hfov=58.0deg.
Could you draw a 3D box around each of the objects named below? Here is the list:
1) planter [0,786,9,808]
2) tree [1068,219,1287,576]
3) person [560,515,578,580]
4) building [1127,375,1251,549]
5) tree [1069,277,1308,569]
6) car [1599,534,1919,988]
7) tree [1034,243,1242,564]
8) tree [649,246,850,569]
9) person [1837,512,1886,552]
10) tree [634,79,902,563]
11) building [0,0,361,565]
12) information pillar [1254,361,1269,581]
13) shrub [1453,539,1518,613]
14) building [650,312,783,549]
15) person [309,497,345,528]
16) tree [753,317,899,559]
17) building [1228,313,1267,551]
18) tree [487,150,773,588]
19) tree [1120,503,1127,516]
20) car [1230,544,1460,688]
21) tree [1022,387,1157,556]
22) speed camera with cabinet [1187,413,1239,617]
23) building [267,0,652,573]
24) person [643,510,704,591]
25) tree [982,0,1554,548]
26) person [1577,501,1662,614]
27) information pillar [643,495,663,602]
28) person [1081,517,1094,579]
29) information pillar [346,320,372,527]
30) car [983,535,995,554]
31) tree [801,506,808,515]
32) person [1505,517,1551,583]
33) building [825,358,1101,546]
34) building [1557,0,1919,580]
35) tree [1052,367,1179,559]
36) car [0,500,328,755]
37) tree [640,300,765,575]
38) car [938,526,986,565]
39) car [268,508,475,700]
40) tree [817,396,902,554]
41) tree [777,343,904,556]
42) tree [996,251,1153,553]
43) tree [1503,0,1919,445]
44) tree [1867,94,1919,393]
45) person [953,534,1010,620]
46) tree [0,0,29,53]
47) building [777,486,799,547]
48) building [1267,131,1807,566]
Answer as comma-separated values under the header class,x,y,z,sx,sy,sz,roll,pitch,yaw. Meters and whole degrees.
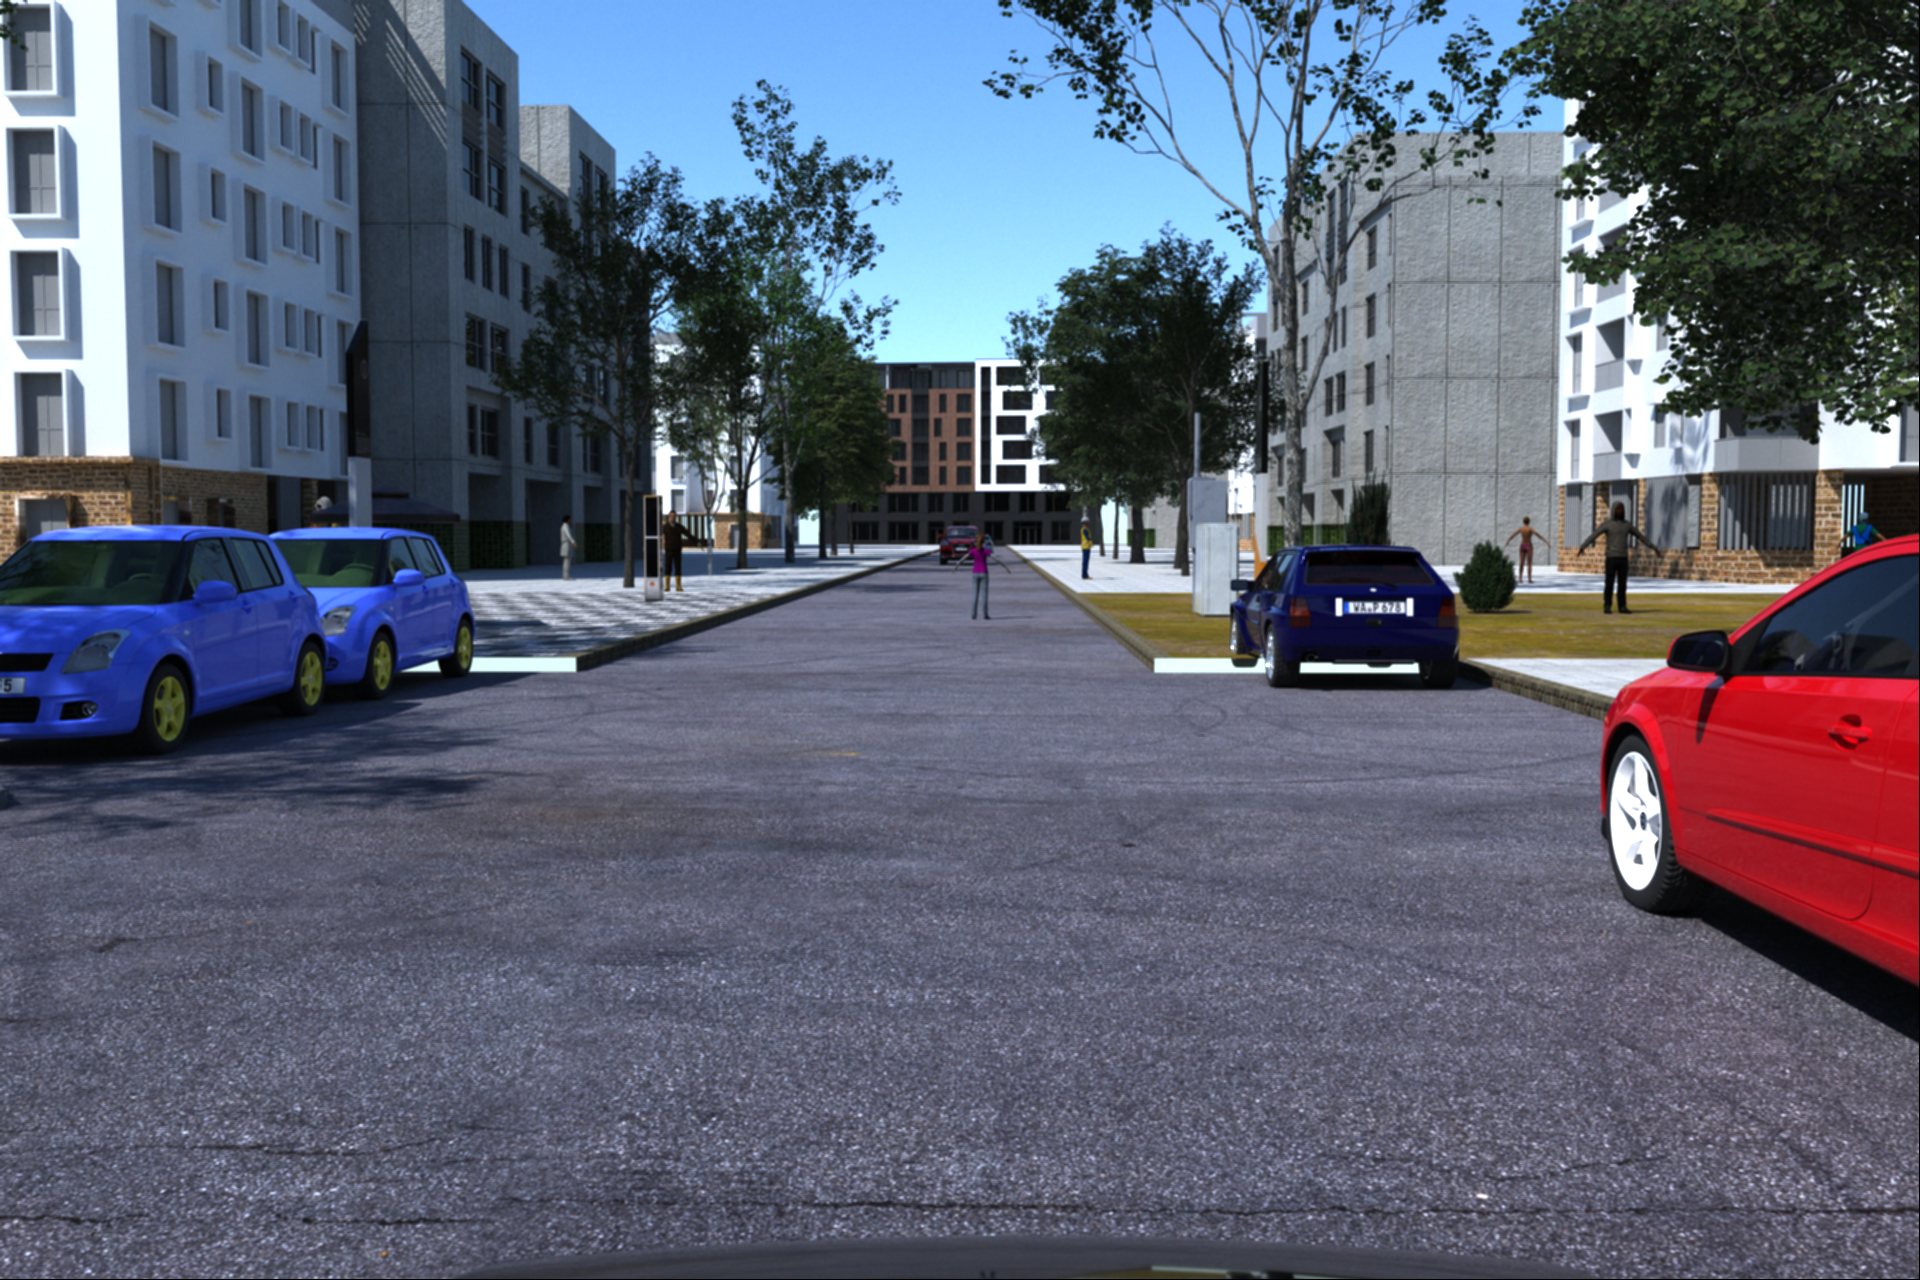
class,x,y,z,sx,sy,sz,roll,pitch,yaw
planter,-6.008,0.764,8.643,1.991,0.319,1.994,0,4,1
tree,6.578,-7.218,52.431,7.601,10.594,8.767,-2,4,-31
person,-10.864,-2.558,48.012,0.705,1.806,1.347,-2,4,-25
building,25.612,-18.277,165.288,16.747,18.905,31.486,0,4,1
tree,8.084,-7.870,63.086,8.767,10.594,7.601,-1,4,-18
car,3.428,0.230,5.284,2.155,1.783,4.494,0,4,1
tree,7.633,-10.284,74.805,9.857,13.997,8.962,0,3,0
tree,-7.889,-8.388,62.905,9.928,11.665,9.643,0,3,0
person,22.284,-2.238,42.715,0.704,1.817,1.347,-3,5,-39
tree,-8.560,-13.419,75.287,12.611,20.169,13.585,0,3,0
building,-24.395,-11.373,42.361,16.016,20.090,11.380,0,4,2
information pillar,4.135,-1.982,23.759,0.183,3.616,0.504,0,4,-1
shrub,8.530,-1.038,28.095,1.383,1.207,1.383,0,3,0
building,-21.773,-17.840,148.111,16.016,20.090,11.380,0,4,2
person,-9.814,-1.283,26.753,0.705,1.858,1.354,2,4,30
tree,-7.058,-10.523,90.180,7.486,12.596,7.792,0,3,0
building,27.755,-17.640,144.838,16.016,20.090,11.380,0,4,1
tree,-7.688,-6.546,41.436,8.767,10.594,7.601,3,5,42
tree,23.037,-16.909,210.869,7.601,10.594,8.767,0,4,3
car,3.778,-0.301,17.501,1.945,1.354,3.894,0,4,1
tree,8.064,-10.087,99.332,8.767,10.594,7.601,-1,4,-23
speed camera with cabinet,4.044,-2.036,27.629,0.660,3.252,2.038,0,4,1
building,-24.439,-12.569,71.968,16.747,18.905,31.486,0,4,2
person,-6.426,-1.998,38.803,1.346,1.812,0.704,-1,4,-13
tree,6.376,-11.098,37.342,12.611,20.169,13.585,0,3,0
person,10.599,-1.333,27.918,1.348,1.813,0.705,0,3,0
information pillar,-5.843,-1.745,33.026,0.304,2.012,0.304,0,4,3
person,3.646,-2.604,49.047,0.721,1.772,1.216,0,4,-3
information pillar,-6.510,-1.679,18.809,0.183,3.616,0.504,0,4,1
car,1.256,-6.021,110.444,2.014,1.417,4.499,0,4,0
tree,-21.192,-16.774,208.669,7.601,10.594,8.767,0,4,0
person,14.840,-2.355,45.309,1.217,1.733,0.721,3,4,39
building,1.001,-22.532,214.832,32.646,21.610,27.936,0,4,6
building,25.302,-12.239,56.531,16.016,20.090,11.380,0,4,1
tree,8.238,-9.396,88.035,7.601,10.594,8.767,-2,4,-27
car,-5.955,-0.170,12.375,1.945,1.707,3.694,0,4,1
tree,-7.719,-6.327,53.802,4.360,8.622,3.978,0,3,0
car,0.094,-4.479,81.910,2.281,1.827,5.304,0,4,1
car,-5.811,-0.398,16.103,1.945,1.707,3.694,0,4,1
tree,-7.313,-10.860,111.981,7.601,10.594,8.767,-2,4,-32
tree,-7.032,-11.230,101.735,7.486,12.596,7.792,0,3,0
tree,8.564,-16.026,117.918,12.611,20.169,13.585,0,3,0
tree,9.850,-6.686,15.973,9.857,13.997,8.962,0,3,0
tree,16.827,-4.793,28.721,4.737,8.622,4.395,0,3,0
person,0.354,-1.062,29.080,0.991,1.433,0.599,1,4,12
tree,-11.999,-5.467,15.136,9.928,11.665,9.643,0,3,0
building,-21.429,-14.732,183.016,9.099,9.664,28.070,0,4,0
building,25.913,-13.359,84.870,16.747,18.905,31.486,0,4,1
